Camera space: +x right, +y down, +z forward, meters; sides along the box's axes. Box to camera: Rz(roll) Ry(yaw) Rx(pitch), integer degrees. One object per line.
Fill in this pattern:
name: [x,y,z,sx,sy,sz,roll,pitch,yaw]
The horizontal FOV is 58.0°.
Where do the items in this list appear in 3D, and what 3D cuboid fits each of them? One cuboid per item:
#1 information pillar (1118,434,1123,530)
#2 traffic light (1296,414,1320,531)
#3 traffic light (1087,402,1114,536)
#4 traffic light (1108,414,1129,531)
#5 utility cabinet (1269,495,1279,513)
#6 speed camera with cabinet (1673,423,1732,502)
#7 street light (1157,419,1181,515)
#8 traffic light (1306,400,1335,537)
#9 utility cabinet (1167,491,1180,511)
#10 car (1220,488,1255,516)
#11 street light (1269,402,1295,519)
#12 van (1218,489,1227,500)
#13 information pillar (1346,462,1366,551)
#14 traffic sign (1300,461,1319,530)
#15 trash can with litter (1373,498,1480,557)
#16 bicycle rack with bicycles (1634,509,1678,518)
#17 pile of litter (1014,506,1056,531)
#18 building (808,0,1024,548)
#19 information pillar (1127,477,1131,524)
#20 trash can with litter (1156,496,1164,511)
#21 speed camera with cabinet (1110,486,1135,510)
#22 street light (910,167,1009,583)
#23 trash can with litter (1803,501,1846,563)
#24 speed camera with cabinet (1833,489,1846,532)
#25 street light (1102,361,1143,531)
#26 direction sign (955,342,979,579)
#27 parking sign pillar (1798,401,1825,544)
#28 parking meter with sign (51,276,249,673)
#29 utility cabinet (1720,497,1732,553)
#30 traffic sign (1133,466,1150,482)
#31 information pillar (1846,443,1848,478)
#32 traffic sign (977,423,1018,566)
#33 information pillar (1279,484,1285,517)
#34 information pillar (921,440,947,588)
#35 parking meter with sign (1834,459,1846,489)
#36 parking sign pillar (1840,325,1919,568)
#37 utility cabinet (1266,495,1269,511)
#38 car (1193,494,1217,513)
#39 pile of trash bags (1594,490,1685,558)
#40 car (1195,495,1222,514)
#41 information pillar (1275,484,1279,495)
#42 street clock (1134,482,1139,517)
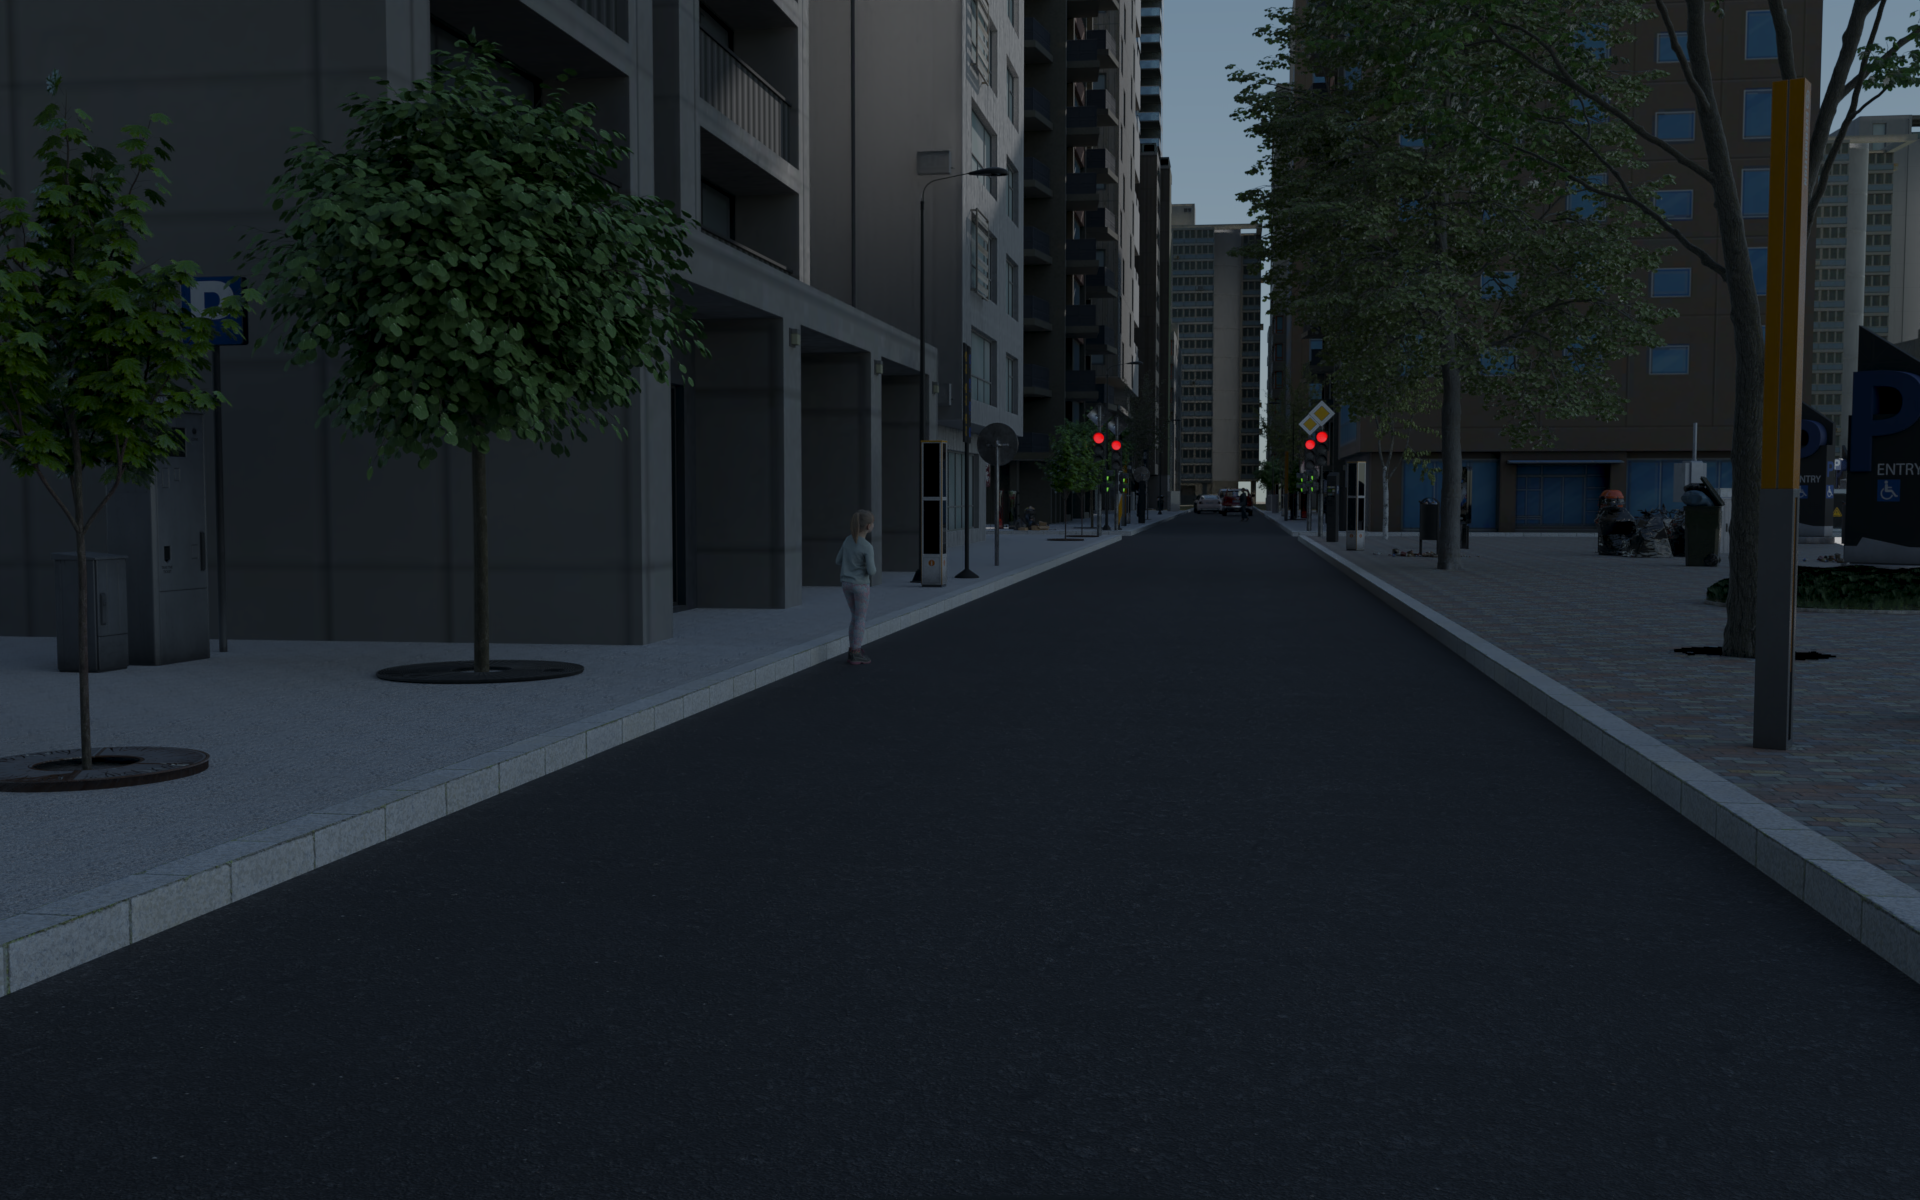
information pillar: [5.700,-4.317,61.931,0.183,3.616,0.504,1,4,21]
traffic light: [12.060,-4.339,59.869,0.839,4.253,0.868,1,4,9]
traffic light: [4.282,-3.919,52.992,0.839,4.253,0.868,1,4,9]
traffic light: [5.526,-4.401,60.880,0.839,4.253,0.868,1,4,9]
utility cabinet: [21.480,-6.529,117.912,0.306,1.237,1.020,1,4,20]
speed camera with cabinet: [21.046,-3.313,48.501,2.038,3.252,0.660,-1,4,-12]
street light: [12.967,-8.251,107.437,1.470,5.913,1.316,1,4,9]
traffic light: [10.815,-3.857,51.981,0.839,4.253,0.868,1,4,9]
utility cabinet: [15.696,-7.256,127.322,0.318,1.500,1.173,3,5,42]
car: [18.403,-6.492,114.821,2.281,1.827,5.304,1,4,10]
street light: [16.226,-7.012,87.193,1.470,5.913,1.316,1,4,9]
van: [22.015,-8.323,143.096,2.013,2.044,4.112,0,4,8]
information pillar: [8.975,-2.127,39.267,0.304,2.012,0.304,-3,5,-39]
traffic sign: [12.402,-3.738,61.220,0.768,2.556,0.104,1,4,10]
trash can with litter: [9.519,-1.515,35.825,1.678,1.210,2.233,-2,4,-27]
bicycle rack with bicycles: [16.566,-1.672,40.713,2.852,0.926,2.925,-1,4,-15]
pile of litter: [2.644,-2.894,61.275,1.719,0.858,1.176,-1,4,-15]
building: [-5.684,-22.059,44.266,14.086,41.232,14.154,1,4,9]
information pillar: [7.195,-4.304,74.868,0.304,2.012,0.304,1,4,23]
trash can with litter: [15.202,-7.401,132.385,0.624,1.170,1.055,-1,4,-11]
speed camera with cabinet: [12.667,-8.664,135.986,2.038,3.252,0.660,1,4,19]
street light: [-0.006,-3.199,24.840,1.470,5.913,1.316,1,4,9]
trash can with litter: [16.885,-1.332,32.840,1.678,1.210,2.233,1,4,15]
speed camera with cabinet: [29.867,-3.885,57.863,2.038,3.252,0.660,1,4,14]
street light: [5.695,-5.395,60.744,1.470,5.913,1.316,1,4,9]
direction sign: [0.105,-2.103,26.374,0.379,3.537,0.876,0,4,6]
parking sign pillar: [21.981,-3.457,44.988,1.447,3.967,1.447,-2,4,-35]
parking meter with sign: [-6.144,-1.034,13.173,0.543,3.016,1.738,1,4,11]
utility cabinet: [16.440,-1.623,37.698,1.020,1.237,0.306,-1,4,-20]
traffic sign: [8.322,-4.849,79.392,0.768,2.556,0.104,1,4,10]
information pillar: [31.305,-4.240,60.675,0.183,3.616,0.504,-2,4,-26]
traffic sign: [0.657,-1.883,30.891,0.768,2.556,0.104,1,4,16]
information pillar: [18.587,-5.787,99.109,0.304,2.012,0.304,-1,4,-11]
information pillar: [-0.358,-1.185,23.870,0.304,2.012,0.304,1,4,13]
parking meter with sign: [43.707,-5.443,85.252,0.543,3.016,1.738,-1,4,-16]
parking sign pillar: [14.690,-2.369,27.200,1.447,3.967,1.447,-3,4,-38]
utility cabinet: [23.463,-7.328,130.982,0.306,1.237,1.020,-1,4,-9]
car: [18.775,-7.493,132.302,2.009,1.686,4.222,1,4,10]
pile of trash bags: [14.293,-1.634,36.469,1.912,1.369,3.447,0,4,-4]
car: [18.148,-6.941,125.845,2.083,1.381,4.827,0,4,8]
information pillar: [22.585,-7.251,123.038,0.304,2.012,0.304,3,4,38]
street clock: [10.100,-5.708,97.897,0.471,2.002,0.358,1,4,10]
